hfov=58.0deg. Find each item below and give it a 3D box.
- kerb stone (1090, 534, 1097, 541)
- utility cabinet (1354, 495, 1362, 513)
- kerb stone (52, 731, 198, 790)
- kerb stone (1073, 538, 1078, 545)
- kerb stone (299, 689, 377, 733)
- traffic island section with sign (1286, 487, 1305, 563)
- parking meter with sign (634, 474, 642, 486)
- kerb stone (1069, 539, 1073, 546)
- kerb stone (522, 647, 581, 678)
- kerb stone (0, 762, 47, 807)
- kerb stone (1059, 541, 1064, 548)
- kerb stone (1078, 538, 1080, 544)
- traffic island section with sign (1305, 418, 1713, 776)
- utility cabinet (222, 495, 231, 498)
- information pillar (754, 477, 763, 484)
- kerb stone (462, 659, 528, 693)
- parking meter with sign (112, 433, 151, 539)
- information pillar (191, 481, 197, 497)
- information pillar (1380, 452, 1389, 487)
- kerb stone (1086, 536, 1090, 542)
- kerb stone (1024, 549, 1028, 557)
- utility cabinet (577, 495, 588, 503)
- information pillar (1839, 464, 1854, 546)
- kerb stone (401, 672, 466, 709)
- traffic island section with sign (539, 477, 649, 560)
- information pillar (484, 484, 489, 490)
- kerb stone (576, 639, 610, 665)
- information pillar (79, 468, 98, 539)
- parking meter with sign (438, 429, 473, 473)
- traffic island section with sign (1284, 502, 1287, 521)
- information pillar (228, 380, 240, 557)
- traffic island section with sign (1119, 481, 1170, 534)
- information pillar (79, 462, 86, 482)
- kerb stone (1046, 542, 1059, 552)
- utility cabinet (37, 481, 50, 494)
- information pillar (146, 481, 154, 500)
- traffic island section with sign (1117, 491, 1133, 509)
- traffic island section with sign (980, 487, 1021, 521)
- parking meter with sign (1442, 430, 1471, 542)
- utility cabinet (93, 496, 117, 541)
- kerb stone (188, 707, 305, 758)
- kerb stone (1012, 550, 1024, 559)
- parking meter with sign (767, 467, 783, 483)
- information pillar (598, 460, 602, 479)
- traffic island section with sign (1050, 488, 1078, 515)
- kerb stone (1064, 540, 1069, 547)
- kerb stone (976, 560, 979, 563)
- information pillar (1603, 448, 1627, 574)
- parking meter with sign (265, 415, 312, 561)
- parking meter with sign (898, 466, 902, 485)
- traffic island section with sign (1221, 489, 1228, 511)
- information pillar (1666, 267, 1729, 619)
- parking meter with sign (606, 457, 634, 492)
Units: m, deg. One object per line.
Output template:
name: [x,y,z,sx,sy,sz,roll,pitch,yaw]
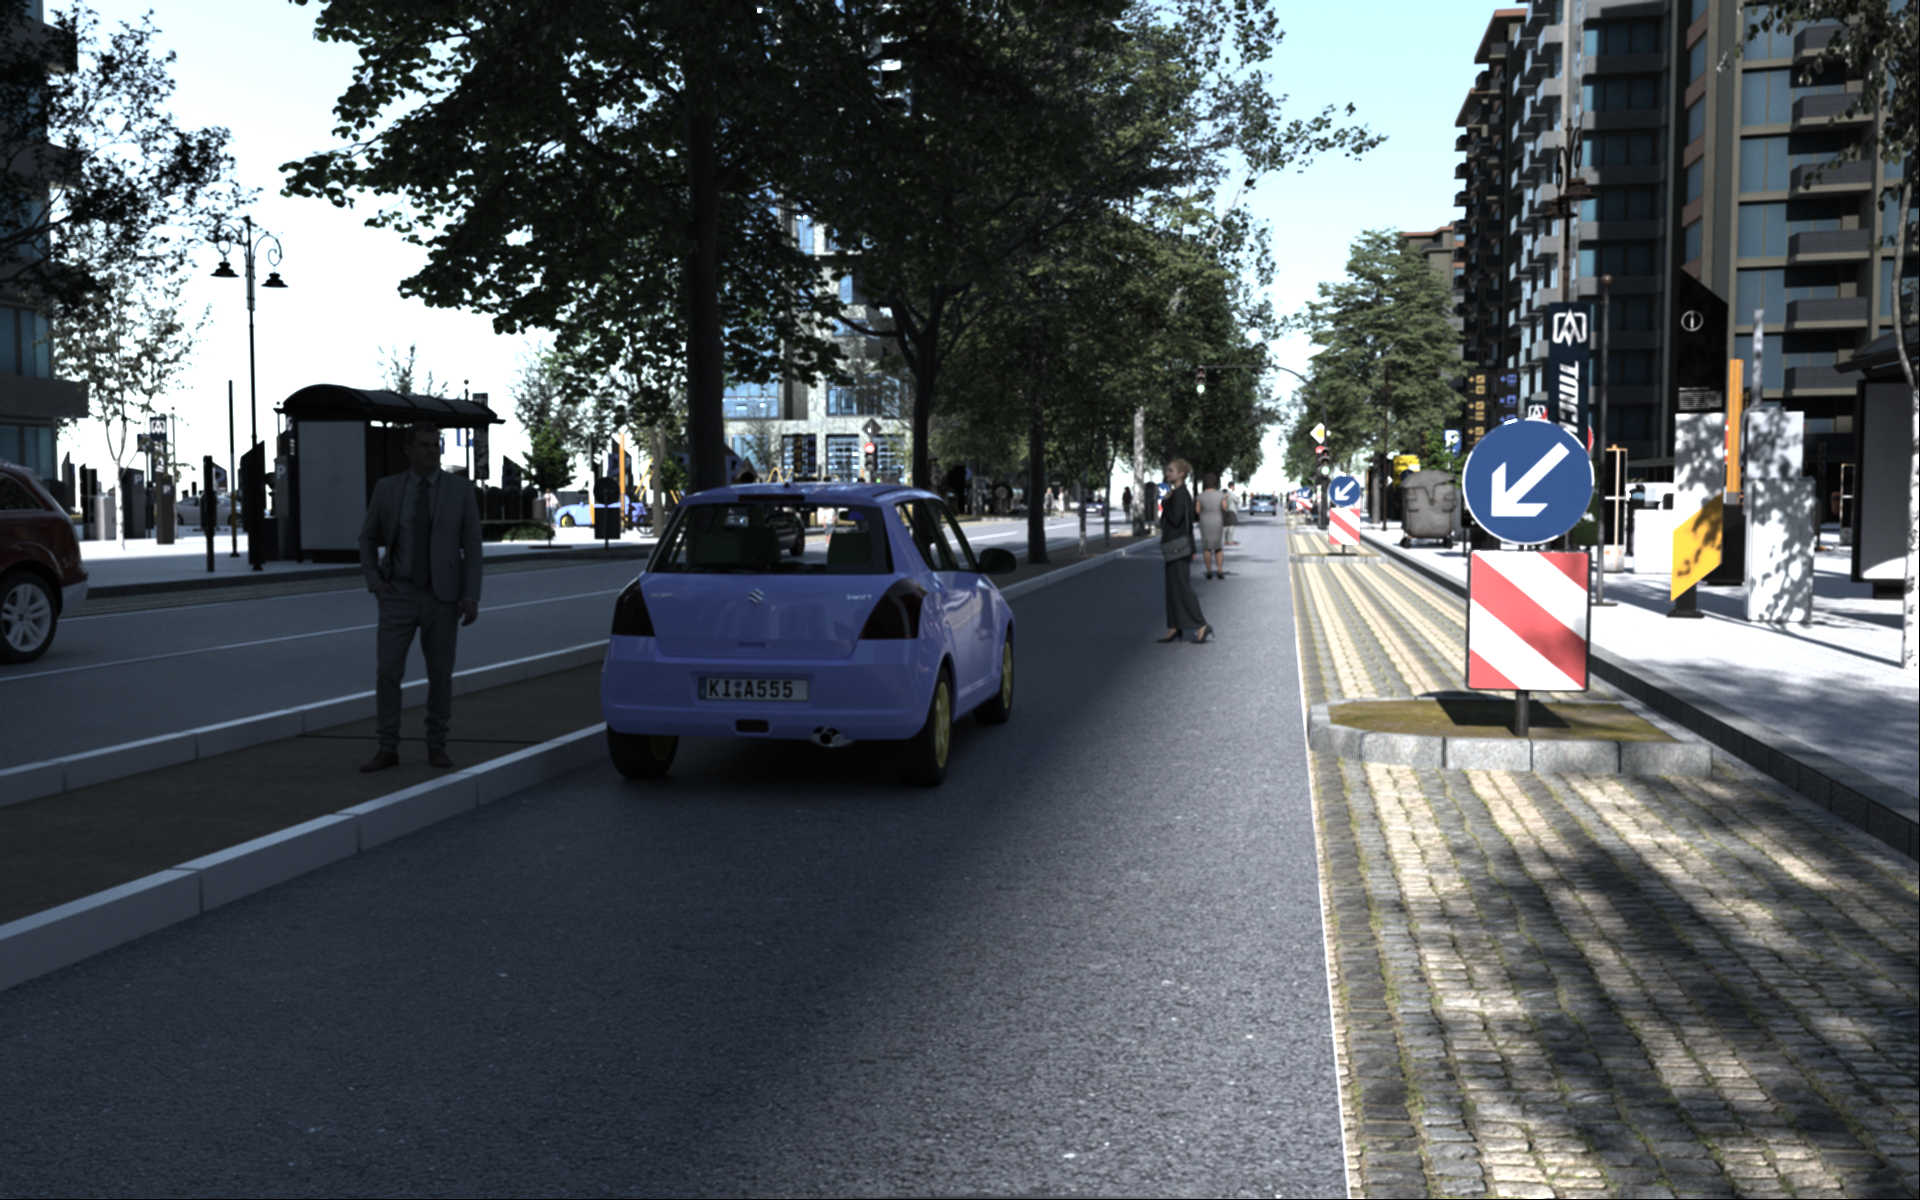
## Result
kerb stone: [4.017,-1.895,53.185,0.120,0.150,1.000,1,4,11]
utility cabinet: [26.195,-6.357,115.106,1.020,1.237,0.306,0,4,2]
kerb stone: [-4.254,0.821,8.812,0.120,0.150,1.000,1,4,11]
kerb stone: [3.081,-1.588,48.160,0.120,0.150,1.000,1,4,11]
kerb stone: [-3.870,0.697,10.826,0.120,0.150,1.000,1,4,11]
traffic island section with sign: [7.930,-1.695,36.342,1.989,1.847,2.006,1,4,11]
parking meter with sign: [-27.939,-9.273,147.867,0.543,3.016,1.738,2,4,35]
kerb stone: [2.894,-1.526,47.148,0.120,0.150,1.000,1,4,11]
kerb stone: [-3.308,0.515,13.855,0.120,0.150,1.000,1,4,11]
kerb stone: [-4.441,0.881,7.794,0.120,0.150,1.000,1,4,11]
kerb stone: [2.512,-1.402,45.133,0.120,0.150,1.000,1,4,11]
kerb stone: [3.269,-1.649,49.165,0.120,0.150,1.000,1,4,11]
traffic island section with sign: [3.002,-0.074,9.840,1.989,1.847,2.006,1,4,11]
utility cabinet: [-41.098,-5.304,97.882,0.306,1.237,1.020,3,5,43]
information pillar: [-8.534,-4.216,73.423,0.304,2.012,0.304,3,5,44]
kerb stone: [-3.498,0.576,12.845,0.120,0.150,1.000,1,4,11]
parking meter with sign: [-24.045,-3.309,50.355,1.738,3.016,0.543,3,4,36]
information pillar: [-43.914,-5.802,99.349,0.304,2.012,0.304,-2,4,-24]
information pillar: [23.181,-6.326,94.787,0.504,3.616,0.183,0,4,-2]
kerb stone: [3.646,-1.772,51.174,0.120,0.150,1.000,1,4,11]
kerb stone: [1.394,-1.033,39.089,0.120,0.150,1.000,1,4,11]
utility cabinet: [-25.153,-6.377,115.426,1.020,1.237,0.306,-1,4,-14]
information pillar: [21.818,-2.329,42.565,0.304,2.012,0.304,2,4,31]
kerb stone: [-3.682,0.633,11.839,0.120,0.150,1.000,1,4,11]
traffic island section with sign: [-8.031,-1.825,38.469,1.989,1.847,2.006,1,4,11]
information pillar: [-35.314,-7.624,129.149,0.304,2.012,0.304,-2,4,-28]
kerb stone: [-3.123,0.449,14.860,0.120,0.150,1.000,1,4,11]
information pillar: [-24.684,-2.731,49.139,0.304,2.012,0.304,2,4,30]
parking meter with sign: [-12.924,-2.956,44.599,0.543,3.016,1.738,-2,4,-33]
traffic island section with sign: [18.119,-5.043,91.081,1.989,1.847,2.006,1,4,11]
information pillar: [-14.825,-2.688,35.298,0.183,3.616,0.504,-1,4,-22]
traffic island section with sign: [6.785,-3.315,62.330,2.006,1.907,1.989,1,4,11]
information pillar: [-63.410,-8.190,125.262,0.504,3.616,0.183,-3,4,-37]
kerb stone: [2.334,-1.340,44.126,0.120,0.150,1.000,1,4,11]
utility cabinet: [-14.848,-1.154,27.544,1.173,1.500,0.318,3,5,40]
information pillar: [-45.593,-5.688,97.491,0.304,2.012,0.304,2,4,34]
traffic island section with sign: [16.399,-9.842,169.543,1.989,1.847,2.006,1,4,11]
traffic island section with sign: [2.222,-5.187,93.443,1.989,1.847,2.006,1,4,11]
parking meter with sign: [13.549,-3.059,46.272,0.543,3.016,1.738,-1,4,-15]
utility cabinet: [-23.747,-2.263,48.159,0.306,1.237,1.020,0,4,-8]
kerb stone: [-4.060,0.759,9.816,0.120,0.150,1.000,1,4,11]
kerb stone: [1.212,-0.972,38.083,0.120,0.150,1.000,1,4,11]
parking meter with sign: [-12.307,-7.178,113.614,0.543,3.016,1.738,-3,5,-42]
information pillar: [-23.680,-7.397,112.291,0.504,3.616,0.183,-1,4,-15]
traffic island section with sign: [7.234,-6.835,120.384,1.989,1.847,2.006,1,4,11]
kerb stone: [2.706,-1.464,46.137,0.120,0.150,1.000,1,4,11]
kerb stone: [0.453,-0.724,34.055,0.120,0.150,1.000,1,4,11]
information pillar: [10.566,-1.440,28.039,0.304,2.012,0.304,-3,5,-44]
parking meter with sign: [-13.041,-2.301,33.890,0.543,3.016,1.738,2,4,27]
parking meter with sign: [-4.552,-6.849,108.246,1.738,3.016,0.543,1,4,12]
traffic island section with sign: [21.905,-8.278,143.484,2.006,1.907,1.989,1,4,11]
information pillar: [7.609,-1.620,17.845,0.504,3.616,0.183,2,4,32]
parking meter with sign: [-16.393,-5.217,81.562,1.738,3.016,0.543,1,4,17]
